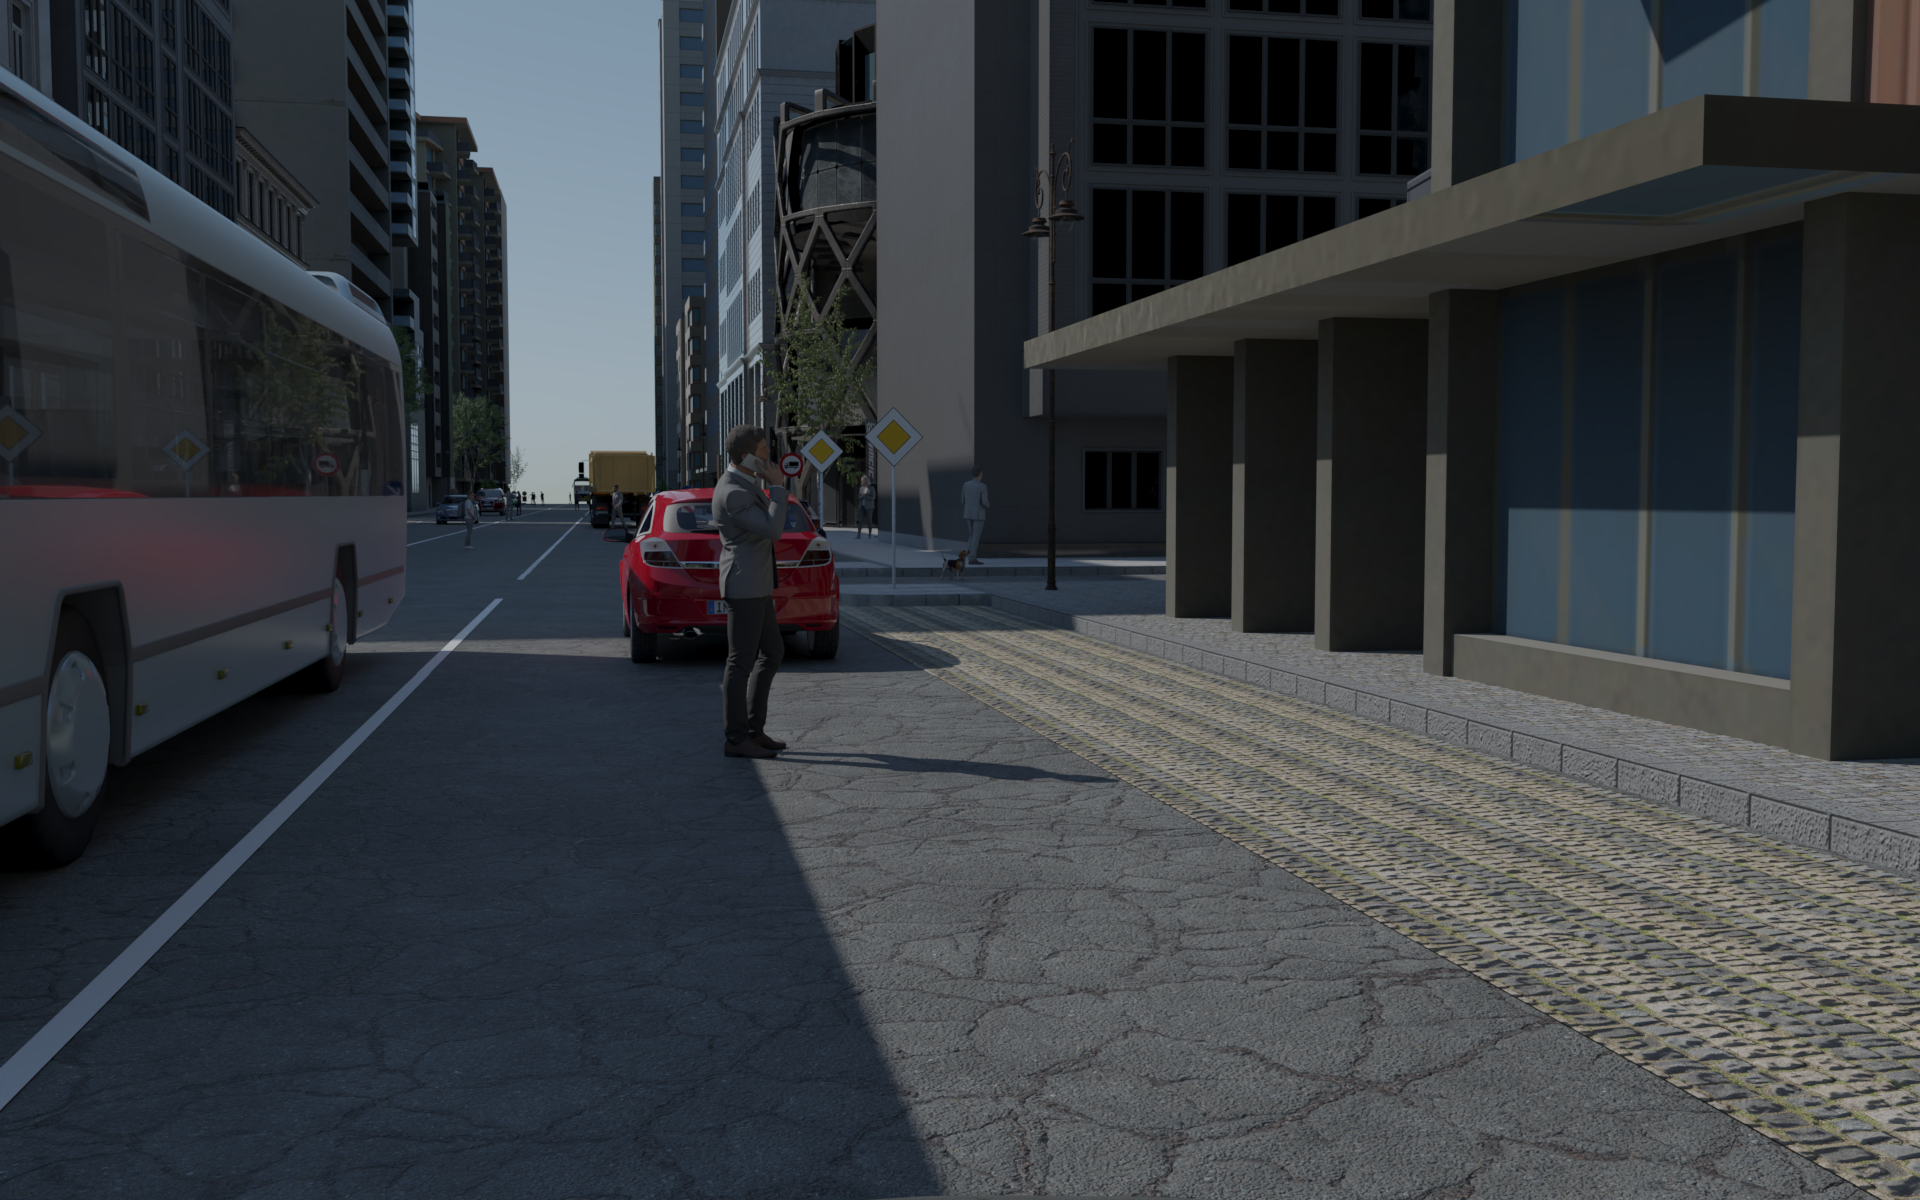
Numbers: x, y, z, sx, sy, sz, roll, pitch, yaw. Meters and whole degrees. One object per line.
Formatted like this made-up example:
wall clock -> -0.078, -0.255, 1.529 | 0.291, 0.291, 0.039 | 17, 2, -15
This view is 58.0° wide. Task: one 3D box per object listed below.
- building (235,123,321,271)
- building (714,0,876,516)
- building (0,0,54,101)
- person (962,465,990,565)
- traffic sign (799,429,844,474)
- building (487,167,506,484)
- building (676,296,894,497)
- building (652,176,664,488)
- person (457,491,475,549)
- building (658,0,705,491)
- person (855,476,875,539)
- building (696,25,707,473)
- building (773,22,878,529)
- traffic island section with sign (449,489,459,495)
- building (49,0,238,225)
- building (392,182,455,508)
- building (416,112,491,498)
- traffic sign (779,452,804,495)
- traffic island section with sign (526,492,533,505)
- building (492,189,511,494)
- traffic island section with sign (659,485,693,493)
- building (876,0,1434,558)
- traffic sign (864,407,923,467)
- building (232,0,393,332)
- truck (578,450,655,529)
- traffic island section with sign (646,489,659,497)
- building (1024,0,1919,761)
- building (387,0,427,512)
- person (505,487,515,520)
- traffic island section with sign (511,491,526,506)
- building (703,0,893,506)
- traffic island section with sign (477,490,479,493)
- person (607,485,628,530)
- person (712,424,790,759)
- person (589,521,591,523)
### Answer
building -> -36.351, -13.146, 79.571 | 10.561, 19.102, 19.286 | -1, 4, -11
building -> -6.366, -19.191, 91.264 | 11.434, 29.767, 29.804 | -1, 4, -11
building -> -28.762, -15.314, 36.290 | 13.634, 28.700, 20.117 | -1, 4, -11
person -> 0.343, -1.550, 31.577 | 0.606, 1.804, 0.583 | 3, 4, 37
traffic sign -> -2.464, -1.769, 31.121 | 0.795, 2.593, 0.064 | -1, 4, -11
building -> -70.919, -34.838, 224.224 | 22.147, 44.769, 28.867 | -1, 4, -11
building -> -12.859, -19.743, 167.830 | 27.650, 21.520, 28.899 | -1, 4, -11
building -> -32.896, -33.195, 226.336 | 14.154, 41.232, 14.086 | -1, 4, -11
person -> -12.836, -2.089, 45.248 | 0.503, 1.515, 0.523 | 2, 4, 33
building -> -24.858, -40.606, 205.899 | 21.231, 58.520, 28.212 | -1, 4, -11
person -> -2.691, -2.649, 49.541 | 0.537, 1.800, 0.526 | 2, 4, 32
building -> -8.714, -31.674, 137.473 | 23.786, 49.044, 30.456 | -1, 4, -11
building -> 0.932, -12.348, 69.340 | 16.820, 18.784, 16.811 | -1, 4, -11
traffic island section with sign -> -36.642, -7.152, 125.560 | 1.989, 1.847, 2.006 | -1, 4, -11
building -> -33.818, -16.163, 57.767 | 14.314, 27.812, 24.014 | -1, 4, -11
building -> -54.275, -23.646, 158.319 | 14.160, 30.474, 14.107 | -1, 4, -11
building -> -65.965, -33.071, 195.327 | 22.147, 44.769, 28.867 | -1, 4, -11
traffic sign -> -5.134, -3.223, 52.803 | 0.768, 2.556, 0.104 | -1, 4, -10
traffic island section with sign -> -58.673, -13.763, 233.650 | 1.989, 1.847, 2.006 | -1, 4, -11
building -> -71.579, -36.446, 246.007 | 14.600, 45.320, 14.200 | -1, 4, -11
traffic island section with sign -> -12.729, -4.365, 79.998 | 1.989, 1.847, 2.006 | -1, 4, -11
building -> 10.831, -15.153, 41.265 | 24.014, 27.812, 14.314 | -1, 4, -11
traffic sign -> -0.869, -1.291, 23.297 | 0.795, 2.593, 0.064 | -1, 4, -11
building -> -48.232, -29.672, 108.838 | 21.300, 48.544, 21.600 | -1, 4, -11
truck -> -14.883, -4.887, 75.826 | 3.469, 3.379, 9.791 | -1, 4, -13
traffic island section with sign -> -28.157, -8.988, 155.575 | 1.989, 1.847, 2.006 | -1, 4, -11
building -> 14.089, -21.519, 6.461 | 22.147, 44.769, 28.867 | -1, 4, -11
building -> -53.160, -50.226, 133.861 | 22.319, 86.520, 31.000 | -1, 4, -11
person -> -24.681, -5.278, 94.968 | 0.511, 1.800, 0.466 | 0, 4, 1
traffic island section with sign -> -53.288, -12.147, 207.236 | 1.989, 1.847, 2.006 | -1, 4, -11
building -> -9.410, -28.348, 113.599 | 14.600, 45.320, 14.200 | -1, 4, -11
traffic island section with sign -> -42.022, -8.767, 151.975 | 1.989, 1.847, 2.006 | -1, 4, -11
person -> -13.035, -3.498, 65.959 | 0.678, 1.792, 0.850 | 3, 5, 43
person -> -1.129, -0.048, 9.463 | 0.473, 1.802, 0.592 | 0, 4, 6
person -> -17.441, -4.291, 82.931 | 0.640, 1.303, 0.475 | -1, 4, -18
